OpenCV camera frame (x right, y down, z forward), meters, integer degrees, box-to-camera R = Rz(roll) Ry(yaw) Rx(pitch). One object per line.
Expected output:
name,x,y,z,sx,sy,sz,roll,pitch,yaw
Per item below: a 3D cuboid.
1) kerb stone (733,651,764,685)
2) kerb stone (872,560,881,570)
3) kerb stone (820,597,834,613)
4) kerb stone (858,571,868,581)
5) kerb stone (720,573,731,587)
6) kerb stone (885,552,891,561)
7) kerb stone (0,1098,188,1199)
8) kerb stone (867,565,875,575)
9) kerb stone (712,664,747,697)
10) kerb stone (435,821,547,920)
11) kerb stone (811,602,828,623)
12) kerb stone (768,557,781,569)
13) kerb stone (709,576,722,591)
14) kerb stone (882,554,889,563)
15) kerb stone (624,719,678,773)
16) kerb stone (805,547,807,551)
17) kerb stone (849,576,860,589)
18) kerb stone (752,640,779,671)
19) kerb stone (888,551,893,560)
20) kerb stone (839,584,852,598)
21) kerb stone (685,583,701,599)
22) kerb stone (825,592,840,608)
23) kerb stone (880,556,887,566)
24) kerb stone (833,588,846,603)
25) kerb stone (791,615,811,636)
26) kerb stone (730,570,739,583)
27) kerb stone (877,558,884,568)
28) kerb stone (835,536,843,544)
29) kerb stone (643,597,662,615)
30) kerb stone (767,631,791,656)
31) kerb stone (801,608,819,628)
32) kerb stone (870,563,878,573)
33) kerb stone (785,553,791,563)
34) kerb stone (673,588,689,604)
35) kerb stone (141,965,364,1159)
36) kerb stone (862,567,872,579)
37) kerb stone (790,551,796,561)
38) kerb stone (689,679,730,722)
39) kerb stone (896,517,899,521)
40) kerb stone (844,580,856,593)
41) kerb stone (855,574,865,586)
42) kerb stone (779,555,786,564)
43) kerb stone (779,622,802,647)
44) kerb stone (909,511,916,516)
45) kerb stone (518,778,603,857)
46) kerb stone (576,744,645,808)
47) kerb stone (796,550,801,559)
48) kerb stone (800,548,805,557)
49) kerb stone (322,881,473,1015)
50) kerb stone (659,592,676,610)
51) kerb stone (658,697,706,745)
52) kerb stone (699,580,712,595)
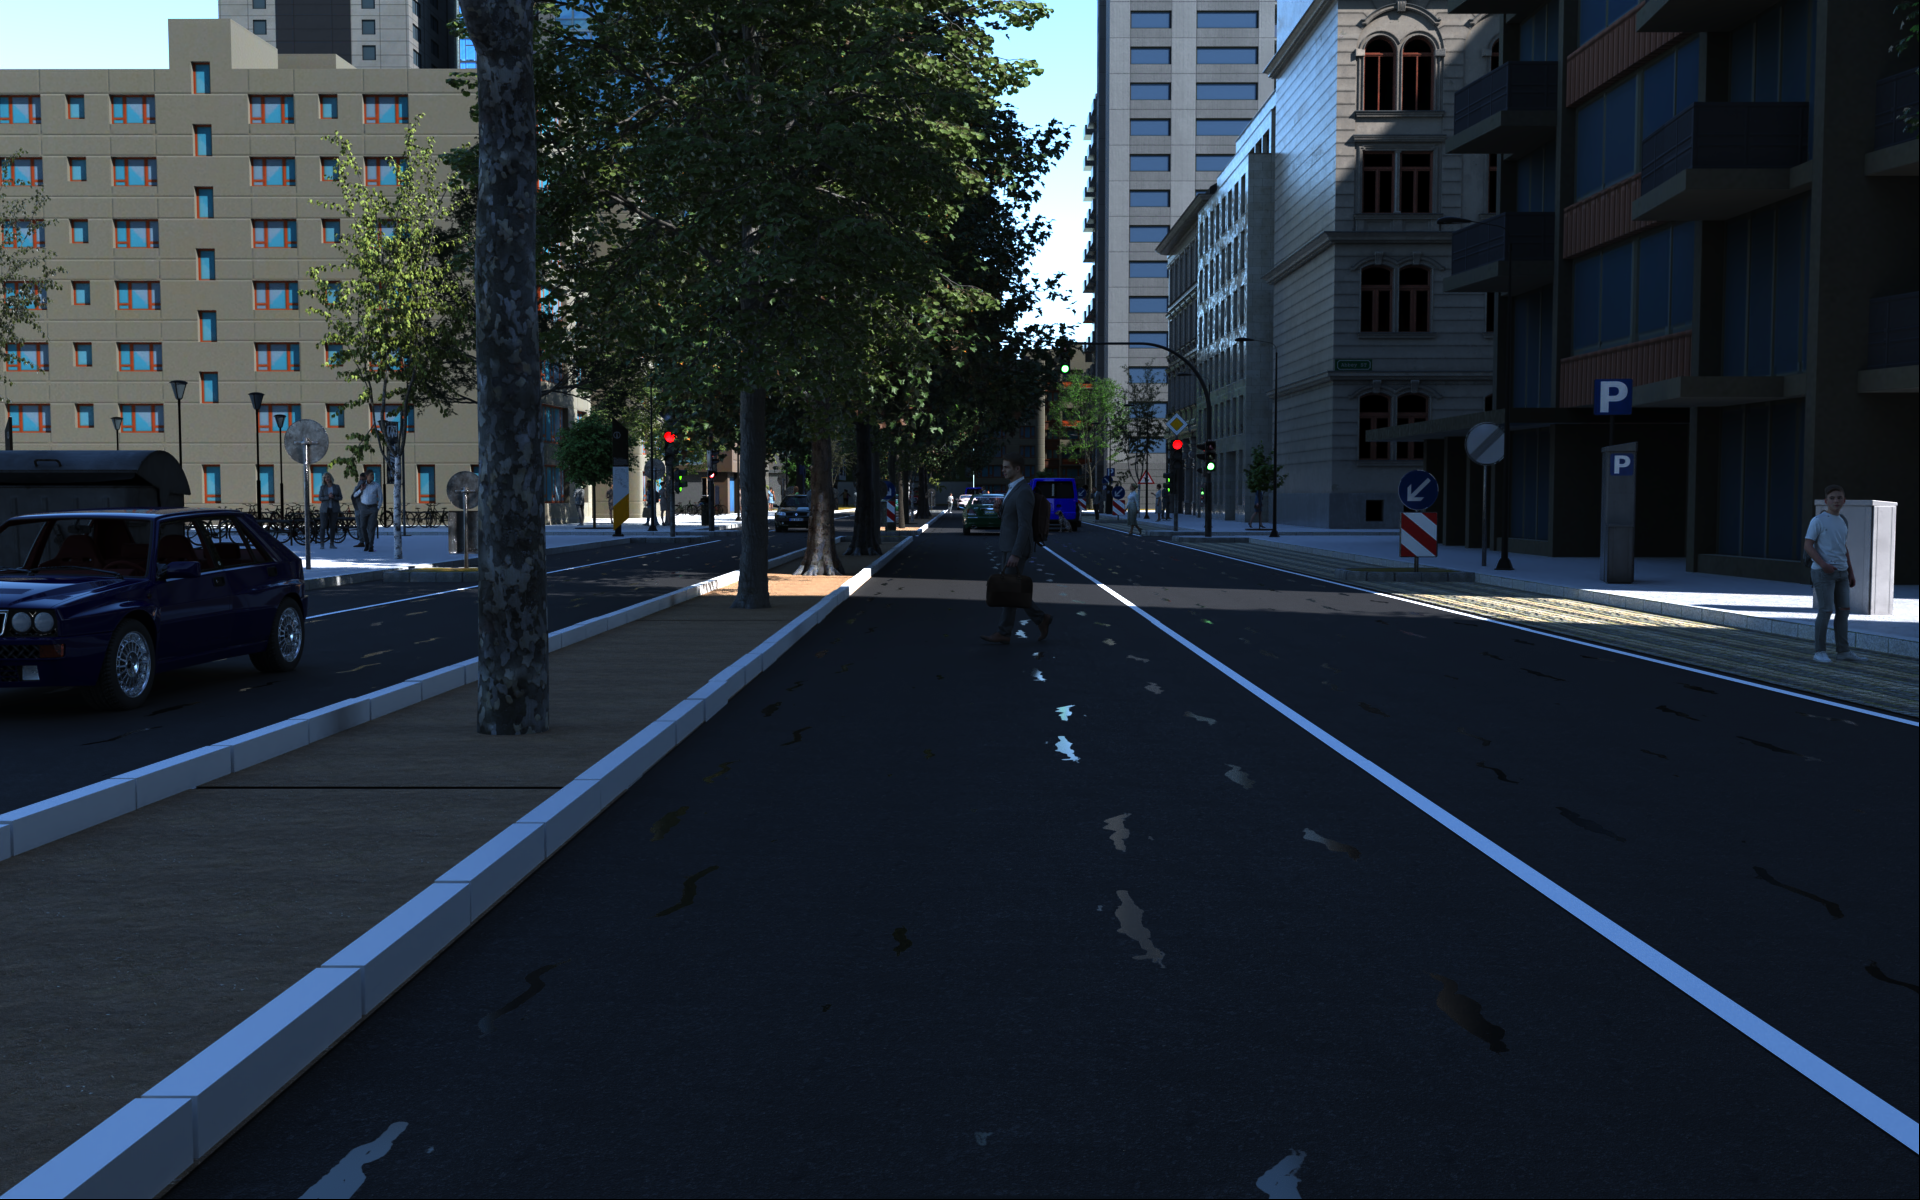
kerb stone,-1.657,0.537,13.415,0.120,0.150,1.000,0,4,0
kerb stone,-1.579,-0.591,31.891,0.120,0.150,1.000,0,4,0
kerb stone,-1.627,0.105,20.609,0.120,0.150,1.000,0,4,0
kerb stone,-1.602,-0.333,27.786,0.120,0.150,1.000,0,4,0
kerb stone,-3.700,-0.279,26.756,0.120,0.150,1.000,0,4,0
kerb stone,-1.564,-0.844,36.003,0.120,0.150,1.000,0,4,0
kerb stone,-1.692,1.163,3.181,0.120,0.150,1.000,0,4,0
kerb stone,-1.598,-0.467,29.836,0.120,0.150,1.000,0,4,0
kerb stone,-1.666,0.600,12.393,0.120,0.150,1.000,0,4,0
kerb stone,-1.681,0.975,6.249,0.120,0.150,1.000,0,4,0
kerb stone,-1.623,0.160,19.587,0.120,0.150,1.000,0,4,0
kerb stone,-3.677,-0.718,33.930,0.120,0.150,1.000,0,4,0
kerb stone,-3.707,-0.215,25.729,0.120,0.150,1.000,0,4,0
kerb stone,-1.569,-0.779,34.973,0.120,0.150,1.000,0,4,0
kerb stone,-1.675,0.793,9.315,0.120,0.150,1.000,0,4,0
kerb stone,-3.645,-1.093,40.068,0.120,0.150,1.000,0,4,0
kerb stone,-1.608,-0.217,25.736,0.120,0.150,1.000,0,4,0
kerb stone,-1.644,0.474,14.445,0.120,0.150,1.000,0,4,0
kerb stone,-1.559,-0.907,37.025,0.120,0.150,1.000,0,4,0
kerb stone,-1.606,-0.085,23.686,0.120,0.150,1.000,0,4,0
kerb stone,-3.718,-0.091,23.685,0.120,0.150,1.000,0,4,0
kerb stone,-1.633,0.038,21.635,0.120,0.150,1.000,0,4,0
kerb stone,-1.572,-0.718,33.949,0.120,0.150,1.000,0,4,0
kerb stone,-1.618,-0.028,22.657,0.120,0.150,1.000,0,4,0
kerb stone,-1.639,0.285,17.533,0.120,0.150,1.000,0,4,0
kerb stone,-3.700,-0.342,27.782,0.120,0.150,1.000,0,4,0
kerb stone,-1.578,-0.656,32.917,0.120,0.150,1.000,0,4,0
kerb stone,-3.612,-1.785,51.379,0.120,0.150,1.000,0,4,0
kerb stone,-3.726,0.099,20.608,0.120,0.150,1.000,0,4,0
kerb stone,-1.645,0.410,15.488,0.120,0.150,1.000,0,4,0
kerb stone,-1.638,0.226,18.565,0.120,0.150,1.000,0,4,0
kerb stone,-1.594,-0.525,30.858,0.120,0.150,1.000,0,4,0
kerb stone,-3.667,-0.839,35.979,0.120,0.150,1.000,0,4,0
kerb stone,-3.725,-0.024,22.663,0.120,0.150,1.000,0,4,0
kerb stone,-1.688,1.103,4.203,0.120,0.150,1.000,0,4,0
kerb stone,-1.592,-0.405,28.814,0.120,0.150,1.000,0,4,0
kerb stone,-3.659,-0.905,37.001,0.120,0.150,1.000,0,4,0
kerb stone,-1.654,0.662,11.372,0.120,0.150,1.000,0,4,0
kerb stone,-3.431,-4.637,98.031,0.120,0.150,1.000,0,4,0
kerb stone,-1.607,-0.153,24.707,0.120,0.150,1.000,0,4,0
kerb stone,-1.603,-0.271,26.764,0.120,0.150,1.000,0,4,0
kerb stone,-3.671,-0.776,34.953,0.120,0.150,1.000,0,4,0
kerb stone,-1.642,0.348,16.511,0.120,0.150,1.000,0,4,0
kerb stone,-3.345,-6.081,121.613,0.120,0.150,1.000,0,4,0
kerb stone,-1.675,0.913,7.271,0.120,0.150,1.000,0,4,0
kerb stone,-1.675,0.850,8.293,0.120,0.150,1.000,0,4,0
kerb stone,-3.662,-0.968,38.024,0.120,0.150,1.000,0,4,0
kerb stone,-3.660,-1.031,39.046,0.120,0.150,1.000,0,4,0
kerb stone,-1.682,1.041,5.227,0.120,0.150,1.000,0,4,0
kerb stone,-3.719,0.036,21.636,0.120,0.150,1.000,0,4,0
kerb stone,-1.668,0.729,10.341,0.120,0.150,1.000,0,4,0
kerb stone,-3.710,-0.154,24.707,0.120,0.150,1.000,0,4,0
